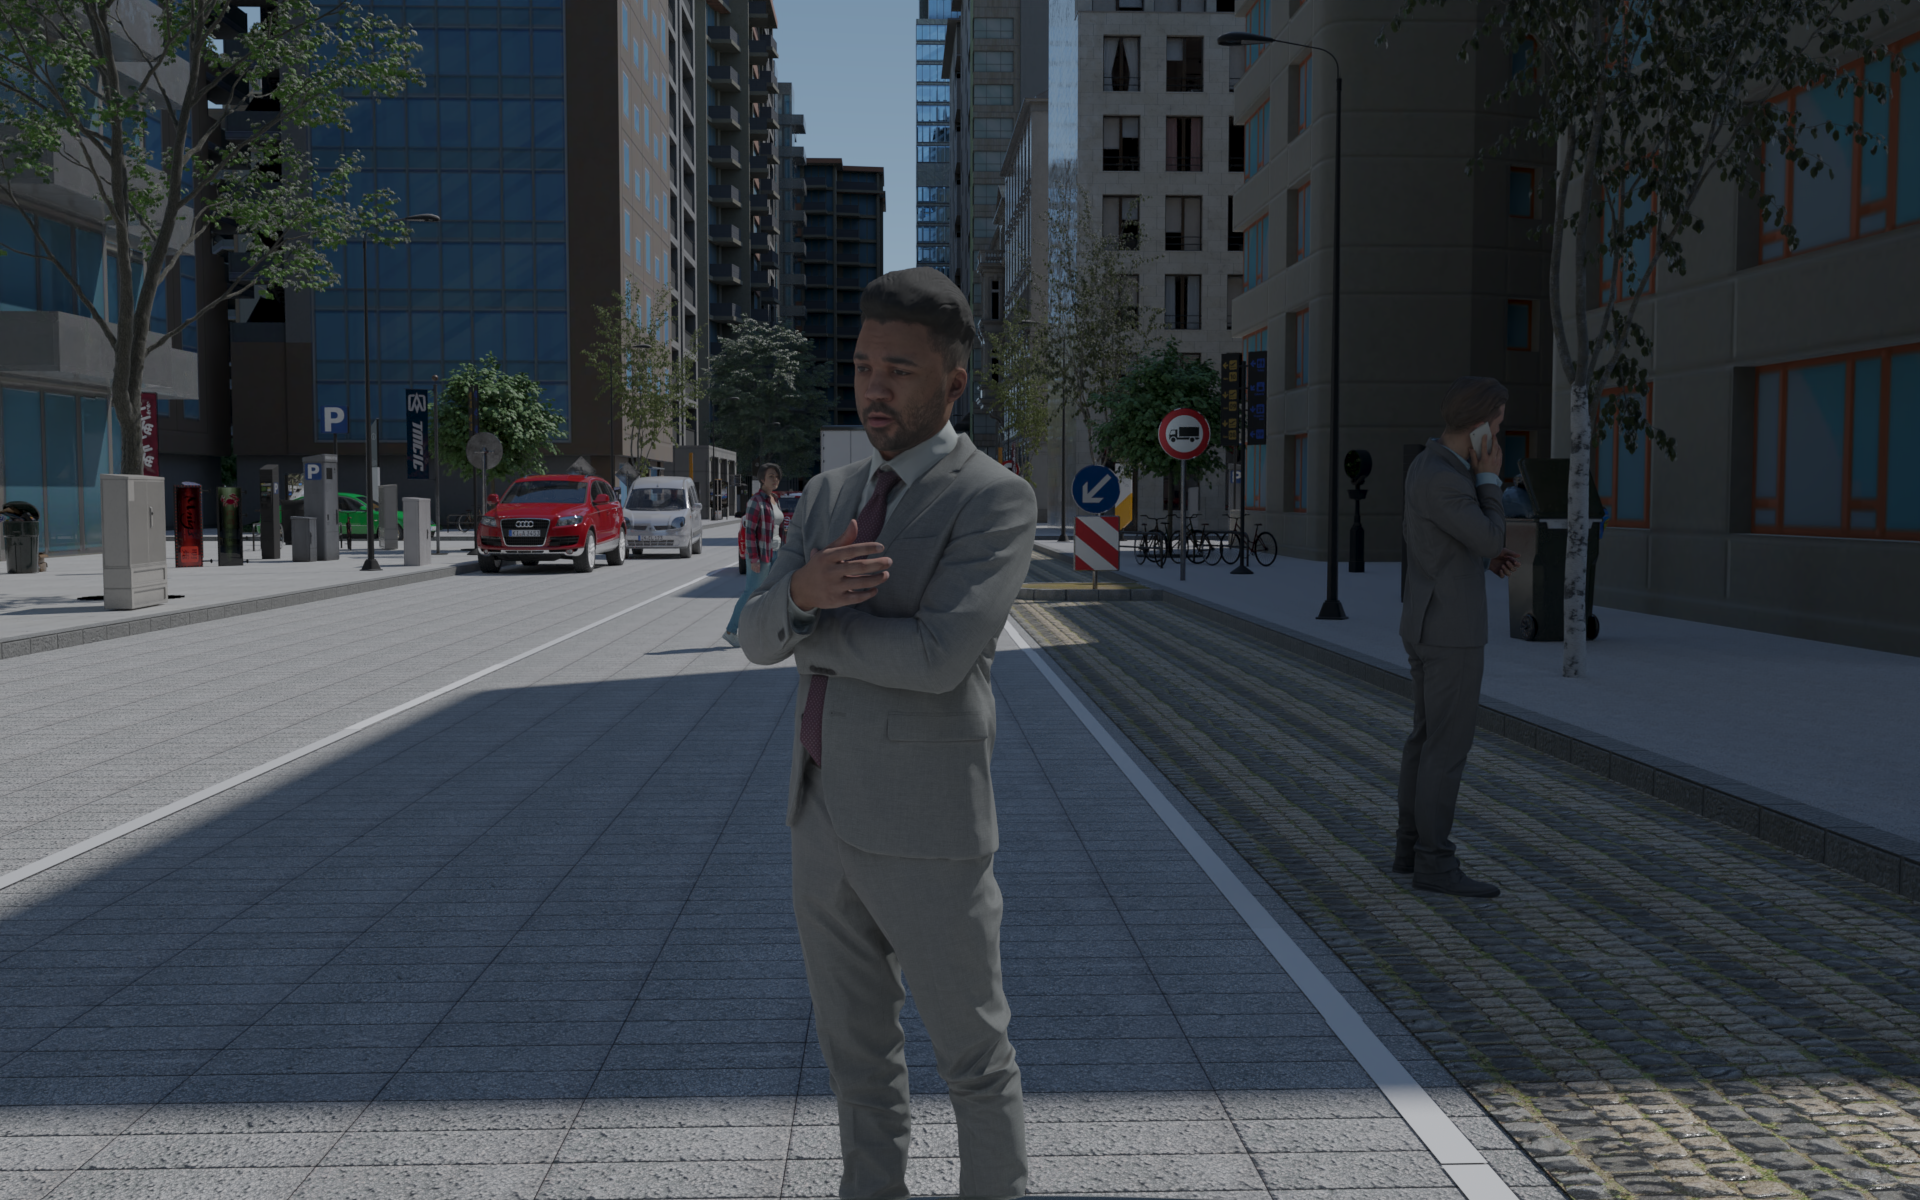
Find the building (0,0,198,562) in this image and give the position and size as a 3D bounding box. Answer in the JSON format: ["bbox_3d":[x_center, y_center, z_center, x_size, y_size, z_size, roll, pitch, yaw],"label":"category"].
[{"bbox_3d":[-32.135,-25.162,31.012,30.456,49.044,23.786,0,4,-2],"label":"building"}]

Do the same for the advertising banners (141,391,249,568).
[{"bbox_3d":[-13.454,-2.081,30.211,0.090,3.025,2.074,3,5,40],"label":"advertising banners"}]

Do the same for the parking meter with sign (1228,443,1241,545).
[{"bbox_3d":[7.023,-2.887,43.463,0.543,3.016,1.738,1,4,18],"label":"parking meter with sign"}]

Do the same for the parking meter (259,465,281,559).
[{"bbox_3d":[-13.607,-1.739,34.148,0.255,1.863,0.399,0,4,-1],"label":"parking meter"}]

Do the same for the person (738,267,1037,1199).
[{"bbox_3d":[-0.135,0.356,2.866,0.511,1.800,0.466,2,4,26],"label":"person"}]

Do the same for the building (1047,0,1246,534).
[{"bbox_3d":[11.921,-12.573,60.314,16.860,20.320,10.420,0,4,-2],"label":"building"}]

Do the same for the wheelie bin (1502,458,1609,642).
[{"bbox_3d":[5.183,-0.450,15.273,0.980,1.594,0.693,-1,4,-9],"label":"wheelie bin"}]

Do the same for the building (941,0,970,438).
[{"bbox_3d":[12.642,-36.774,190.491,28.713,52.752,27.495,0,4,-2],"label":"building"}]

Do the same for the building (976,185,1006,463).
[{"bbox_3d":[8.347,-17.942,112.438,14.460,24.649,34.723,0,4,-2],"label":"building"}]

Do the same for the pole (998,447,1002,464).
[{"bbox_3d":[1.767,-5.013,75.811,0.158,3.312,0.155,0,3,0],"label":"pole"}]

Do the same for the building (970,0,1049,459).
[{"bbox_3d":[7.764,-27.971,140.914,14.154,41.232,14.086,0,4,-2],"label":"building"}]

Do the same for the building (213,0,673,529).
[{"bbox_3d":[-19.433,-25.598,68.640,14.600,45.320,14.200,0,4,-2],"label":"building"}]

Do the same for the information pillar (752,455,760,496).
[{"bbox_3d":[-12.356,-6.958,105.118,0.504,3.616,0.183,1,4,11],"label":"information pillar"}]

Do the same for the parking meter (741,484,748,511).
[{"bbox_3d":[-12.078,-5.581,96.959,0.255,1.863,0.399,-3,4,-38],"label":"parking meter"}]

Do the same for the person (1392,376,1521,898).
[{"bbox_3d":[1.820,0.123,6.299,0.447,1.846,0.655,0,4,1],"label":"person"}]

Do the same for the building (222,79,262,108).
[{"bbox_3d":[-76.848,-38.869,224.744,27.495,52.752,28.713,0,4,-2],"label":"building"}]

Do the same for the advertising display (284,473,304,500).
[{"bbox_3d":[-20.266,-2.922,52.985,0.123,1.923,0.974,1,4,19],"label":"advertising display"}]

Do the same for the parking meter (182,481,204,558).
[{"bbox_3d":[-15.390,-1.610,34.734,0.372,1.533,0.369,0,3,0],"label":"parking meter"}]

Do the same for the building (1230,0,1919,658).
[{"bbox_3d":[20.834,-11.132,27.045,27.650,21.520,28.899,0,4,-2],"label":"building"}]

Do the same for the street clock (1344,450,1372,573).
[{"bbox_3d":[6.495,-1.452,28.305,0.358,2.002,0.471,-1,4,-23],"label":"street clock"}]

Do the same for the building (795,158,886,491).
[{"bbox_3d":[-23.964,-34.793,223.487,28.867,44.769,22.147,0,4,-2],"label":"building"}]

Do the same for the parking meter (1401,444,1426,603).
[{"bbox_3d":[5.423,-0.902,20.455,0.399,1.863,0.255,-3,5,-44],"label":"parking meter"}]

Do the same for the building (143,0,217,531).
[{"bbox_3d":[-34.487,-25.065,59.929,14.200,45.320,14.600,0,4,-2],"label":"building"}]

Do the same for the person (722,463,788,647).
[{"bbox_3d":[-1.875,-0.425,16.284,0.643,1.720,0.563,1,4,21],"label":"person"}]

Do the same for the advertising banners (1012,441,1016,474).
[{"bbox_3d":[1.962,-3.714,56.909,0.090,3.025,2.074,-1,4,-12],"label":"advertising banners"}]

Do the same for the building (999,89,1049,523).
[{"bbox_3d":[7.358,-14.436,85.175,9.793,20.994,18.267,0,4,-2],"label":"building"}]

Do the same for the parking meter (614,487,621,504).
[{"bbox_3d":[-12.002,-3.181,60.425,0.372,1.533,0.369,0,3,0],"label":"parking meter"}]

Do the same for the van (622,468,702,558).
[{"bbox_3d":[-6.904,-2.011,39.894,2.013,2.044,4.112,0,4,-4],"label":"van"}]

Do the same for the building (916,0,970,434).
[{"bbox_3d":[5.928,-55.731,223.871,31.000,86.520,22.319,0,4,-2],"label":"building"}]

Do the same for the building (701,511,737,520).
[{"bbox_3d":[-23.184,-40.164,94.936,20.563,71.187,20.611,0,4,-2],"label":"building"}]

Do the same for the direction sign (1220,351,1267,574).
[{"bbox_3d":[4.529,-2.185,27.723,0.379,3.537,0.876,-3,5,-44],"label":"direction sign"}]

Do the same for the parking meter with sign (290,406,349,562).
[{"bbox_3d":[-12.349,-2.270,33.371,0.543,3.016,1.738,0,4,2],"label":"parking meter with sign"}]

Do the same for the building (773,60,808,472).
[{"bbox_3d":[-32.407,-34.958,191.176,30.456,49.044,23.786,0,4,-2],"label":"building"}]

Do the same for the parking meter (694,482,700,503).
[{"bbox_3d":[-12.716,-4.780,83.866,0.255,1.863,0.399,0,4,-3],"label":"parking meter"}]

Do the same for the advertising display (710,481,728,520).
[{"bbox_3d":[-12.071,-4.988,86.760,0.974,1.923,0.123,1,4,16],"label":"advertising display"}]

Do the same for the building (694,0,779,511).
[{"bbox_3d":[-26.392,-29.836,142.448,22.147,44.769,28.867,0,4,-2],"label":"building"}]

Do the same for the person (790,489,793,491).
[{"bbox_3d":[-11.753,-6.876,121.113,0.537,1.800,0.526,1,4,11],"label":"person"}]

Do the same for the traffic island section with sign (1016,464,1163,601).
[{"bbox_3d":[1.691,-0.940,23.998,1.989,1.847,2.006,0,4,-2],"label":"traffic island section with sign"}]

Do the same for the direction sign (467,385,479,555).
[{"bbox_3d":[-10.182,-2.712,36.334,0.379,3.537,0.876,-2,4,-27],"label":"direction sign"}]

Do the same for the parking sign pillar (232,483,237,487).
[{"bbox_3d":[-49.858,-8.006,119.378,1.447,3.967,1.447,0,4,8],"label":"parking sign pillar"}]

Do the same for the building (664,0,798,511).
[{"bbox_3d":[-26.263,-44.556,166.745,20.563,71.187,20.611,0,4,-2],"label":"building"}]

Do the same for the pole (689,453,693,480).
[{"bbox_3d":[-13.265,-5.605,85.482,0.158,3.312,0.155,0,3,0],"label":"pole"}]

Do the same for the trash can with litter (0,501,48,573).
[{"bbox_3d":[-15.266,-1.028,28.195,0.624,1.170,1.055,-1,4,-14],"label":"trash can with litter"}]
